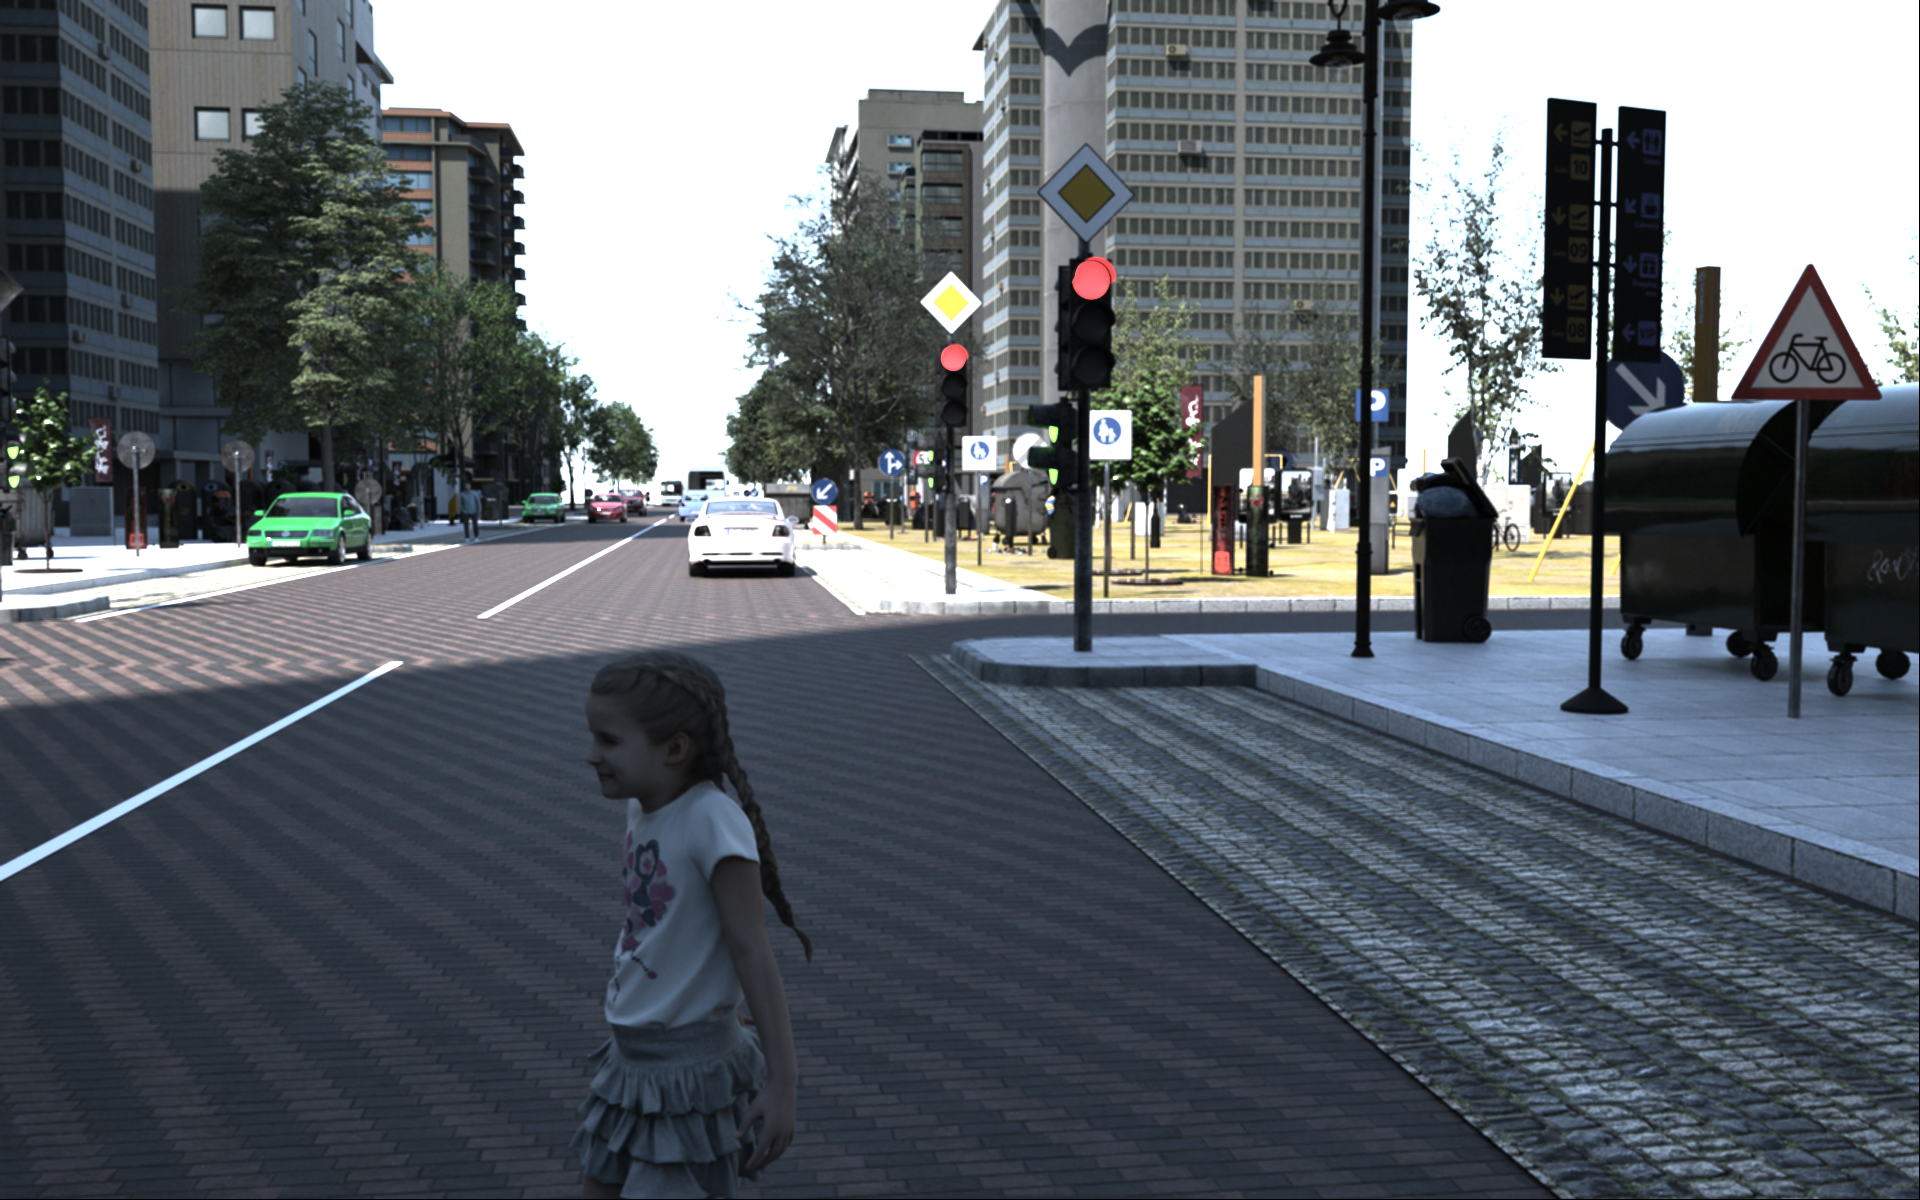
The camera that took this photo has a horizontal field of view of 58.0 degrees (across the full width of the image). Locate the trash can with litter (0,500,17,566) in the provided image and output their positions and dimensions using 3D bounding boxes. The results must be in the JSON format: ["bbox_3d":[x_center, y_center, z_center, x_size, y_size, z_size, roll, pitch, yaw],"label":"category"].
[{"bbox_3d":[-17.348,-1.190,30.841,1.055,1.170,0.624,1,4,20],"label":"trash can with litter"}]

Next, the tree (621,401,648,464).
[{"bbox_3d":[-25.635,-10.848,103.128,9.928,11.665,9.643,0,3,0],"label":"tree"}]

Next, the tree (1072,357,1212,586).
[{"bbox_3d":[2.785,-1.832,24.557,1.663,3.219,1.824,0,3,0],"label":"tree"}]

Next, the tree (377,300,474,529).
[{"bbox_3d":[-19.753,-6.910,63.348,4.737,8.622,4.395,0,3,0],"label":"tree"}]

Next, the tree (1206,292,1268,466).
[{"bbox_3d":[11.264,-6.950,63.989,4.360,8.622,3.978,0,3,0],"label":"tree"}]

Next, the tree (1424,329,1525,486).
[{"bbox_3d":[21.838,-7.471,72.520,4.737,8.622,4.395,0,3,0],"label":"tree"}]

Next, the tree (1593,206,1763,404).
[{"bbox_3d":[17.850,-5.751,44.388,4.737,8.622,4.395,0,3,0],"label":"tree"}]

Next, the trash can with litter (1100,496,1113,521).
[{"bbox_3d":[6.933,-4.407,83.441,1.055,1.170,0.624,-1,4,-18],"label":"trash can with litter"}]

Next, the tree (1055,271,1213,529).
[{"bbox_3d":[6.022,-6.503,56.687,4.737,8.622,4.395,0,3,0],"label":"tree"}]

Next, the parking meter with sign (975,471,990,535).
[{"bbox_3d":[0.685,-3.569,54.621,0.543,3.016,1.738,0,4,-3],"label":"parking meter with sign"}]

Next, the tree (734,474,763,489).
[{"bbox_3d":[-28.504,-19.900,243.492,7.486,12.596,7.792,0,3,0],"label":"tree"}]

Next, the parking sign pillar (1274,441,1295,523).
[{"bbox_3d":[14.522,-5.495,78.321,1.447,3.967,1.447,-2,4,-29],"label":"parking sign pillar"}]

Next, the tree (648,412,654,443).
[{"bbox_3d":[-37.172,-15.944,186.435,9.928,11.665,9.643,0,3,0],"label":"tree"}]

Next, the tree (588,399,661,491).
[{"bbox_3d":[-40.392,-17.648,206.666,7.486,12.596,7.792,0,3,0],"label":"tree"}]

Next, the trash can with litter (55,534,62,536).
[{"bbox_3d":[-28.516,-2.566,53.012,2.233,1.210,1.678,2,4,25],"label":"trash can with litter"}]

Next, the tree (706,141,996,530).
[{"bbox_3d":[-3.762,-9.239,61.422,12.009,13.543,11.850,0,3,0],"label":"tree"}]

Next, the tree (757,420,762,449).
[{"bbox_3d":[-13.650,-11.149,132.640,4.737,8.622,4.395,0,3,0],"label":"tree"}]

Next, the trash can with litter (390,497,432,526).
[{"bbox_3d":[-22.451,-3.628,70.380,2.233,1.210,1.678,-3,5,-40],"label":"trash can with litter"}]

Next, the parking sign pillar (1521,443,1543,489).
[{"bbox_3d":[29.940,-6.274,91.050,1.447,3.967,1.447,-1,4,-23],"label":"parking sign pillar"}]

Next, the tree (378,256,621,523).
[{"bbox_3d":[-22.154,-9.214,76.406,9.928,11.665,9.643,0,3,0],"label":"tree"}]

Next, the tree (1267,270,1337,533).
[{"bbox_3d":[12.250,-6.489,56.451,4.360,8.622,3.978,0,3,0],"label":"tree"}]

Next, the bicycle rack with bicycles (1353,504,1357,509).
[{"bbox_3d":[16.837,-3.591,72.088,2.925,0.926,2.852,0,4,1],"label":"bicycle rack with bicycles"}]

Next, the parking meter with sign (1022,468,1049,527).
[{"bbox_3d":[3.022,-4.293,66.458,1.738,3.016,0.543,-3,4,-38],"label":"parking meter with sign"}]

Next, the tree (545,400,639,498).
[{"bbox_3d":[-33.652,-13.425,153.908,7.601,10.594,8.767,-2,4,-25],"label":"tree"}]

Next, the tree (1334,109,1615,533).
[{"bbox_3d":[10.328,-5.088,33.557,4.360,8.622,3.978,0,3,0],"label":"tree"}]

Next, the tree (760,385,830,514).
[{"bbox_3d":[-9.879,-9.885,111.975,4.360,8.622,3.978,0,3,0],"label":"tree"}]

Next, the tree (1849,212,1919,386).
[{"bbox_3d":[24.829,-5.716,43.817,4.737,8.622,4.395,0,3,0],"label":"tree"}]

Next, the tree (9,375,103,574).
[{"bbox_3d":[-14.795,-2.059,28.259,1.663,3.219,1.824,0,3,0],"label":"tree"}]

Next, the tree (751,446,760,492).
[{"bbox_3d":[-20.020,-14.080,180.566,4.360,8.622,3.978,0,3,0],"label":"tree"}]

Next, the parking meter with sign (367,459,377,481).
[{"bbox_3d":[-28.703,-5.390,84.389,0.543,3.016,1.738,-2,4,-29],"label":"parking meter with sign"}]

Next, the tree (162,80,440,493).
[{"bbox_3d":[-18.081,-7.953,48.166,7.486,12.596,7.792,0,3,0],"label":"tree"}]

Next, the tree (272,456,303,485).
[{"bbox_3d":[-34.209,-5.707,87.904,1.663,3.219,1.824,0,3,0],"label":"tree"}]

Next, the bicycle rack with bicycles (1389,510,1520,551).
[{"bbox_3d":[11.188,-1.612,39.741,2.852,0.926,2.925,0,4,-5],"label":"bicycle rack with bicycles"}]

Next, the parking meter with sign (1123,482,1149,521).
[{"bbox_3d":[8.224,-5.273,82.476,1.738,3.016,0.543,-1,4,-23],"label":"parking meter with sign"}]

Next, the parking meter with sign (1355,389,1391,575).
[{"bbox_3d":[6.703,-1.944,28.046,0.543,3.016,1.738,1,4,10],"label":"parking meter with sign"}]

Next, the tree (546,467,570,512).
[{"bbox_3d":[-28.771,-7.896,123.708,1.663,3.219,1.824,0,3,0],"label":"tree"}]

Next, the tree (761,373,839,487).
[{"bbox_3d":[-8.136,-9.064,98.555,4.737,8.622,4.395,0,3,0],"label":"tree"}]

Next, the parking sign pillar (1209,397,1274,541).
[{"bbox_3d":[7.580,-3.616,47.587,1.447,3.967,1.447,2,4,30],"label":"parking sign pillar"}]

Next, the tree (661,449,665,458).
[{"bbox_3d":[-46.979,-20.446,252.425,7.486,12.596,7.792,0,3,0],"label":"tree"}]

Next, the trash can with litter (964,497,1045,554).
[{"bbox_3d":[1.040,-1.636,37.805,1.678,1.210,2.233,0,4,-3],"label":"trash can with litter"}]

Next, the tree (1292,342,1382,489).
[{"bbox_3d":[17.826,-7.976,80.775,4.737,8.622,4.395,0,3,0],"label":"tree"}]

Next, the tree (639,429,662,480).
[{"bbox_3d":[-44.192,-18.414,235.487,7.601,10.594,8.767,0,4,5],"label":"tree"}]

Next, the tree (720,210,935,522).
[{"bbox_3d":[-5.301,-10.565,79.396,9.857,13.997,8.962,0,3,0],"label":"tree"}]

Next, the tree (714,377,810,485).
[{"bbox_3d":[-18.103,-15.107,164.013,9.611,12.733,9.660,0,3,0],"label":"tree"}]

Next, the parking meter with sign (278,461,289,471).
[{"bbox_3d":[-35.594,-5.855,91.989,0.543,3.016,1.738,0,4,-1],"label":"parking meter with sign"}]

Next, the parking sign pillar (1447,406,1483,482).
[{"bbox_3d":[15.596,-3.980,53.551,1.447,3.967,1.447,-1,4,-18],"label":"parking sign pillar"}]
